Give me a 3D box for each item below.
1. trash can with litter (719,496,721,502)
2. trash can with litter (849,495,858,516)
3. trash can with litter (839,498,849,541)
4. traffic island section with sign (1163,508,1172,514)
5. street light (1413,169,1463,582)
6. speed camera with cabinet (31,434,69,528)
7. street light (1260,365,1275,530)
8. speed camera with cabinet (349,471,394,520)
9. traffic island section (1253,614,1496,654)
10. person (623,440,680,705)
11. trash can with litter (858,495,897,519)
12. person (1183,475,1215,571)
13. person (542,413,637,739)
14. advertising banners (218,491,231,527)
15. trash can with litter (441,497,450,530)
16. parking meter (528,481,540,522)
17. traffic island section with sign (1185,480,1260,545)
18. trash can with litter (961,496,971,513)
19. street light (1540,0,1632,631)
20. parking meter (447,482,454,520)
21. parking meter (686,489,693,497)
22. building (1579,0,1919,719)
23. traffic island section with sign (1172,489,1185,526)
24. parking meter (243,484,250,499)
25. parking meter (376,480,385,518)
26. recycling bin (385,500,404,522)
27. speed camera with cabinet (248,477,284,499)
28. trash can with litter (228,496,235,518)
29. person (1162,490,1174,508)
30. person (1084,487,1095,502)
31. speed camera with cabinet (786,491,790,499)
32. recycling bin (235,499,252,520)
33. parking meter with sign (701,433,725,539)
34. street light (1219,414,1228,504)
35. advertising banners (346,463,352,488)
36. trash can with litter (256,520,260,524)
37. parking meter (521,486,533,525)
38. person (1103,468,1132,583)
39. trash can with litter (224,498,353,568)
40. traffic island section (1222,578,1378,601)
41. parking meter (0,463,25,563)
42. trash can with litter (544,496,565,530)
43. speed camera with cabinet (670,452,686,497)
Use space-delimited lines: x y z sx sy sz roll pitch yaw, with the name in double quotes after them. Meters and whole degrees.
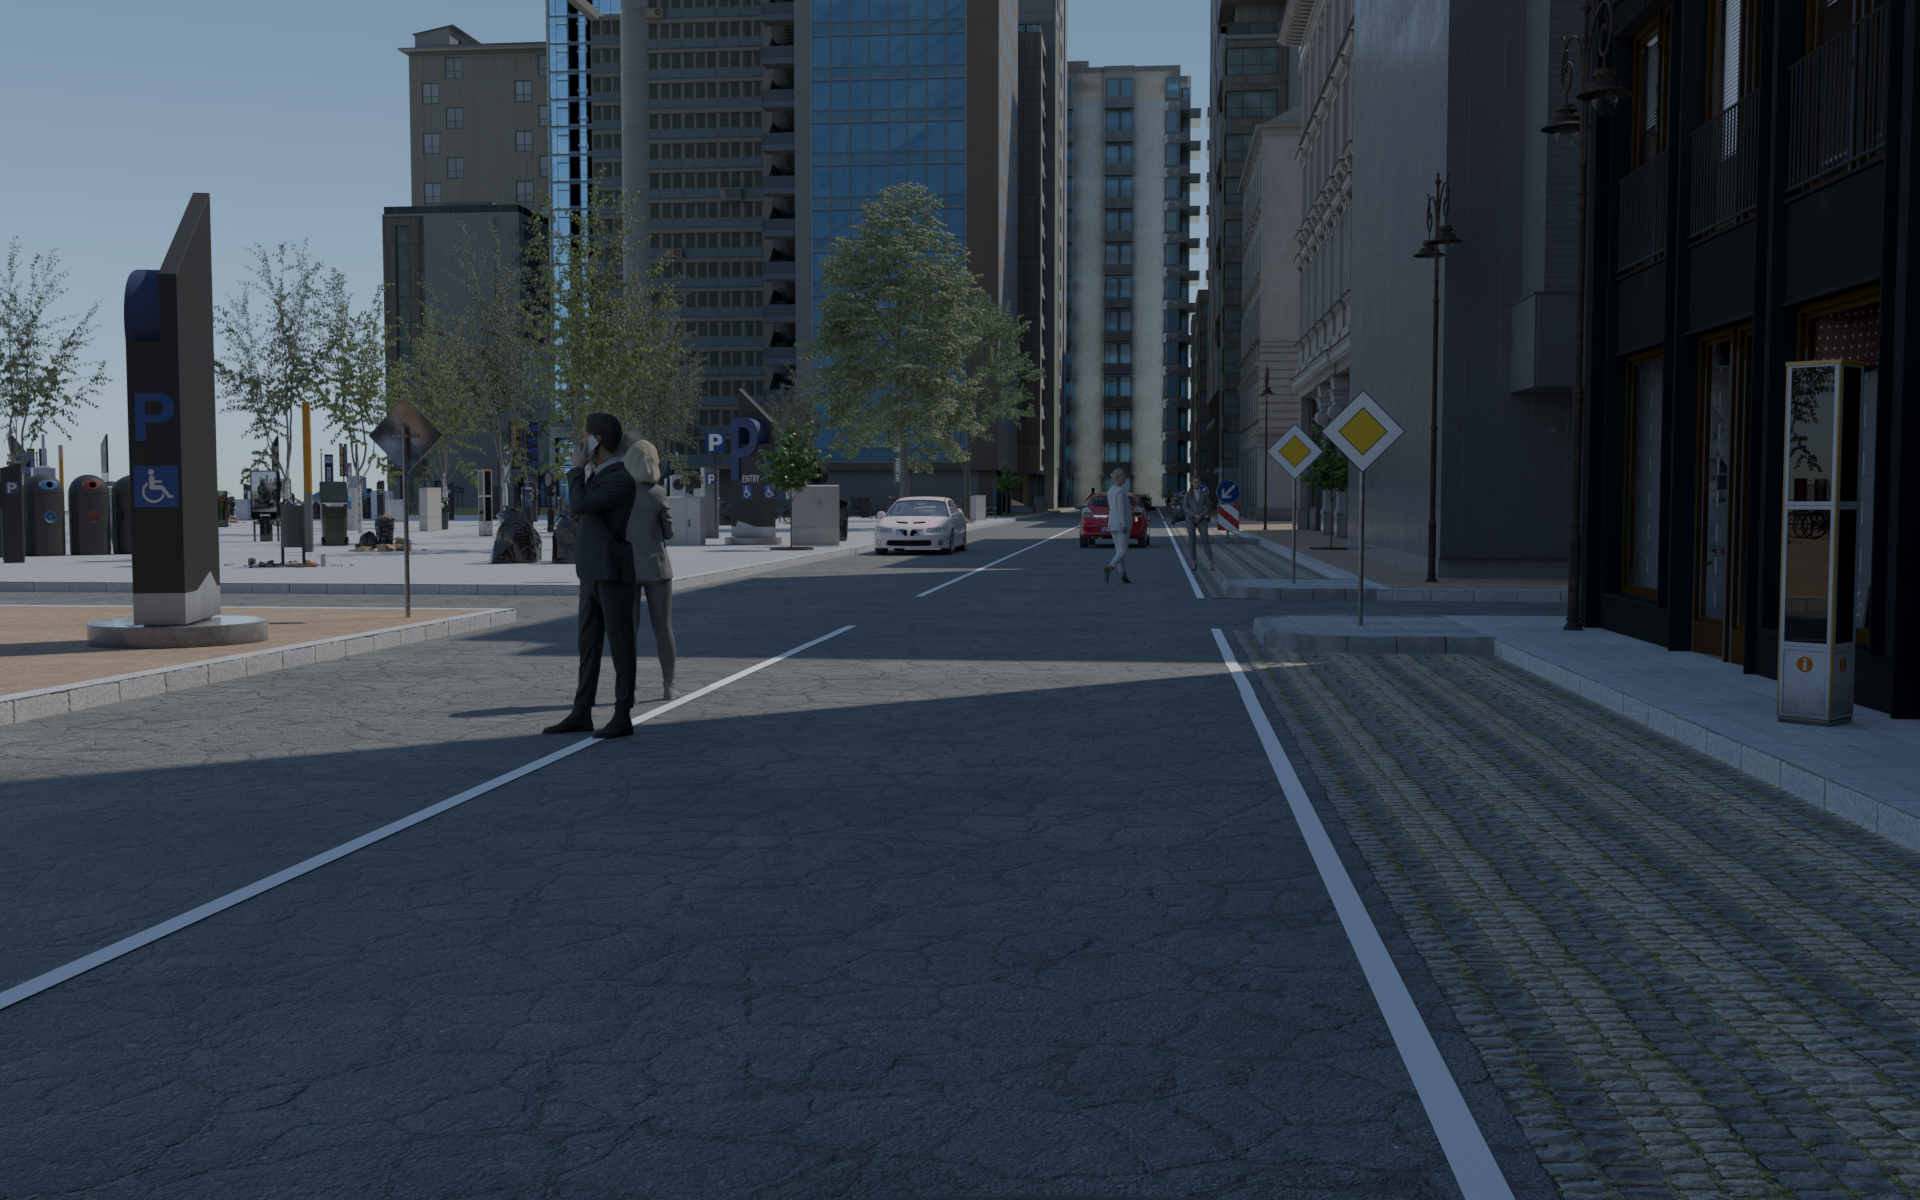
-12.920 -4.768 89.015 2.233 1.210 1.678 -3 5 -42 "trash can with litter"
-6.391 -5.430 99.839 2.233 1.210 1.678 0 4 -1 "trash can with litter"
-3.389 -2.193 47.241 0.624 1.170 1.055 -1 4 -16 "trash can with litter"
15.985 -7.179 125.997 1.989 1.847 2.006 0 4 6 "traffic island section with sign"
6.877 -3.198 25.079 0.468 5.910 1.993 0 4 6 "street light"
-29.790 -3.879 57.765 2.038 3.252 0.660 -2 4 -34 "speed camera with cabinet"
10.943 -5.451 61.911 0.468 5.910 1.993 0 4 6 "street light"
-29.498 -5.659 86.853 2.038 3.252 0.660 0 4 2 "speed camera with cabinet"
3.928 0.328 16.919 2.009 0.180 2.903 0 4 6 "traffic island section"
-2.235 -0.202 11.984 0.537 1.800 0.526 0 4 4 "person"
-3.944 -4.842 90.216 2.233 1.210 1.678 0 4 5 "trash can with litter"
4.467 -1.443 32.363 0.520 1.790 0.573 -1 4 -13 "person"
-2.153 -0.143 10.197 0.474 1.900 0.648 -2 4 -32 "person"
-29.286 -4.330 66.980 2.074 3.025 0.090 0 4 0 "advertising banners"
-18.835 -3.105 62.162 1.055 1.170 0.624 1 4 20 "trash can with litter"
-19.562 -4.510 79.445 0.399 1.863 0.255 1 4 9 "parking meter"
7.567 -2.518 49.794 1.989 1.847 2.006 0 4 6 "traffic island section with sign"
0.607 -5.276 97.648 1.055 1.170 0.624 0 4 -1 "trash can with litter"
5.781 -2.652 16.156 0.468 5.910 1.993 0 4 6 "street light"
-25.344 -4.910 85.988 0.399 1.863 0.255 0 4 -5 "parking meter"
-14.314 -5.092 91.657 0.372 1.533 0.369 0 3 0 "parking meter"
11.264 -10.882 7.597 12.332 23.373 15.834 0 4 6 "building"
10.582 -4.183 77.018 1.989 1.847 2.006 0 4 6 "traffic island section with sign"
-39.447 -5.517 95.920 0.399 1.863 0.255 1 4 19 "parking meter"
-24.621 -4.154 73.636 0.255 1.863 0.399 0 4 -3 "parking meter"
-25.920 -4.095 79.504 0.722 1.027 0.722 -3 5 -40 "recycling bin"
-37.766 -6.118 94.372 0.660 3.252 2.038 2 4 30 "speed camera with cabinet"
-38.428 -4.854 90.744 0.624 1.170 1.055 2 4 24 "trash can with litter"
20.718 -9.982 171.723 1.348 1.823 0.705 1 4 20 "person"
8.053 -5.919 105.246 0.705 1.831 1.348 3 5 45 "person"
-7.337 -5.456 83.548 2.038 3.252 0.660 -1 4 -19 "speed camera with cabinet"
-35.013 -4.428 84.949 0.722 1.027 0.722 1 4 17 "recycling bin"
-7.229 -3.300 50.208 0.543 3.016 1.738 -1 4 -17 "parking meter with sign"
14.986 -7.693 98.567 0.468 5.910 1.993 0 4 6 "street light"
-33.439 -6.117 96.206 2.074 3.025 0.090 2 4 34 "advertising banners"
-29.451 -3.804 73.578 1.055 1.170 0.624 -3 5 -44 "trash can with litter"
-14.019 -2.917 56.112 0.372 1.533 0.369 0 3 0 "parking meter"
2.498 -1.179 27.661 0.818 1.842 0.514 -3 5 -43 "person"
-12.062 -1.206 30.771 2.233 1.210 1.678 2 4 25 "trash can with litter"
4.804 -0.157 24.856 2.009 0.180 2.903 0 4 6 "traffic island section"
-17.640 -1.620 32.197 0.399 1.863 0.255 -2 4 -32 "parking meter"
-14.479 -3.131 62.242 1.678 1.210 2.233 0 4 -5 "trash can with litter"
-13.956 -5.325 81.407 2.038 3.252 0.660 -1 4 -17 "speed camera with cabinet"
